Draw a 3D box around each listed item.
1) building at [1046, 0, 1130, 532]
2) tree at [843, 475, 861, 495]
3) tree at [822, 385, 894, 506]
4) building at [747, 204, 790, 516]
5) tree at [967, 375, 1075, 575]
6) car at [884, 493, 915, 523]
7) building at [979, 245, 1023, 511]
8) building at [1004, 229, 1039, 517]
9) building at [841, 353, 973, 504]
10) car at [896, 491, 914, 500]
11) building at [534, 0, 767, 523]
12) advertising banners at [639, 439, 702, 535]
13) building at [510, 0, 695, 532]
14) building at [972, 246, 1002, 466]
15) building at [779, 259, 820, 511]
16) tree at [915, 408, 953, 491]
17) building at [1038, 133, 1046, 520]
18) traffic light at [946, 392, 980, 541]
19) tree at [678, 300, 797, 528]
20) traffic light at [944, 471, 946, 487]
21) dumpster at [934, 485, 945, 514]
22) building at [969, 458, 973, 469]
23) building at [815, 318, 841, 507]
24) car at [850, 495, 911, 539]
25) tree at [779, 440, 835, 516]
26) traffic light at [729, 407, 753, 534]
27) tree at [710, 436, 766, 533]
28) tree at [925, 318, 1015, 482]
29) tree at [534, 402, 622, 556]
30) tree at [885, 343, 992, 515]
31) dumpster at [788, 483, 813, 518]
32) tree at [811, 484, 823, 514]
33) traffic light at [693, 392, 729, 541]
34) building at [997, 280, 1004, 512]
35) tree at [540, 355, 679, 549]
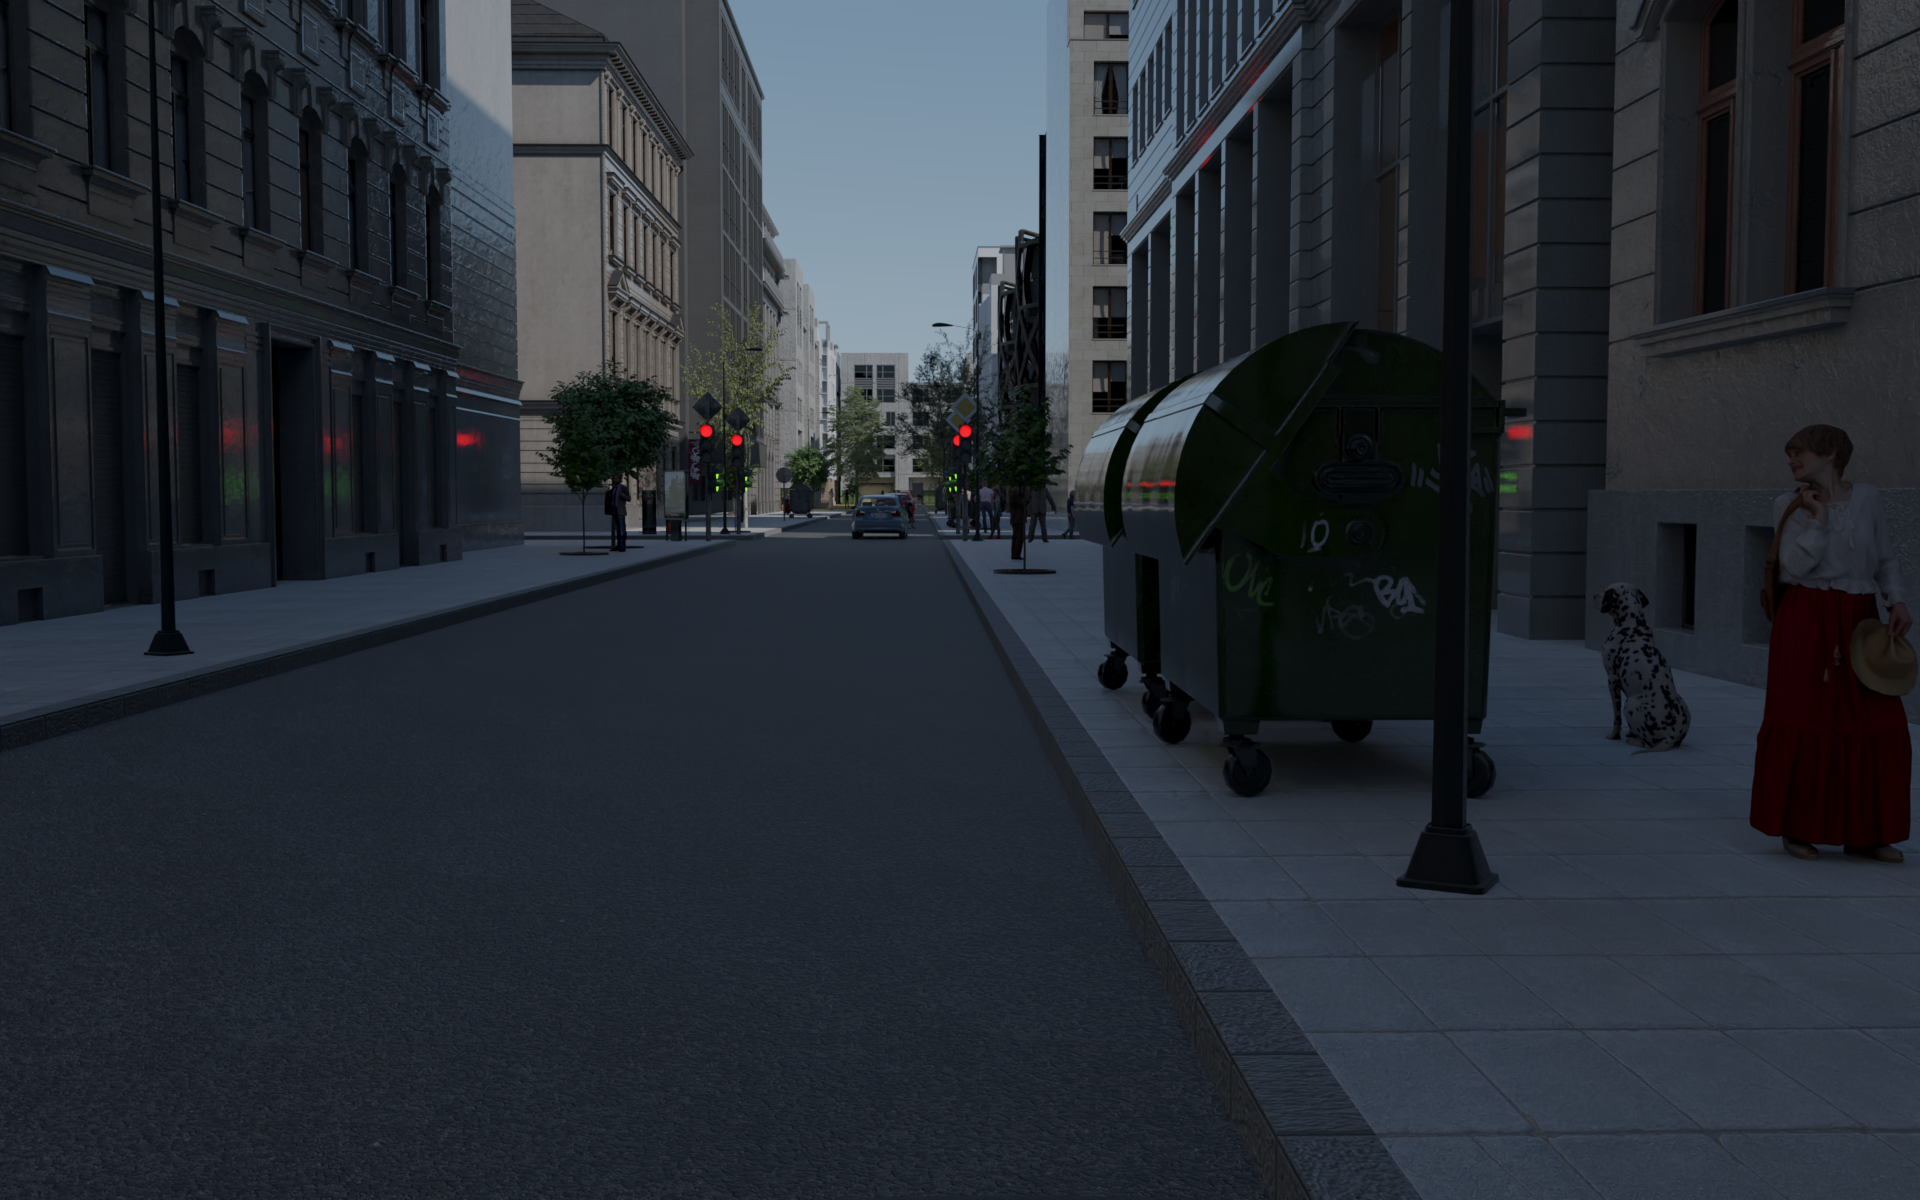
[{"bbox_3d":[11.943,-12.771,63.554,16.860,20.320,10.420,0,4,-1],"label":"building"},{"bbox_3d":[-10.741,-10.807,171.297,1.663,3.219,1.824,0,3,0],"label":"tree"},{"bbox_3d":[-10.801,-16.085,181.124,7.486,12.596,7.792,0,3,0],"label":"tree"},{"bbox_3d":[-18.567,-16.584,112.955,13.314,21.916,24.055,0,4,-1],"label":"building"},{"bbox_3d":[1.159,-2.048,28.087,1.663,3.219,1.824,0,3,0],"label":"tree"},{"bbox_3d":[-3.184,-4.776,87.123,2.155,1.783,4.494,0,4,0],"label":"car"},{"bbox_3d":[9.554,-17.195,137.563,16.016,20.091,11.380,0,4,-1],"label":"building"},{"bbox_3d":[11.479,-14.158,98.927,16.820,18.784,16.811,0,4,-1],"label":"building"},{"bbox_3d":[0.637,-21.963,225.548,31.486,18.905,16.747,0,4,-1],"label":"building"},{"bbox_3d":[-6.209,-11.099,190.137,2.281,1.827,5.304,0,4,0],"label":"car"},{"bbox_3d":[-18.066,-18.060,88.790,14.314,27.812,24.014,0,4,-1],"label":"building"},{"bbox_3d":[-9.130,-3.591,54.907,2.074,3.025,0.090,0,4,-6],"label":"advertising banners"},{"bbox_3d":[-16.794,-12.399,67.345,10.561,19.102,19.286,0,4,-1],"label":"building"},{"bbox_3d":[15.007,-19.306,159.630,27.936,21.610,32.646,0,4,-1],"label":"building"},{"bbox_3d":[-21.092,-17.090,145.871,16.747,18.905,31.486,0,4,-1],"label":"building"},{"bbox_3d":[-1.325,-12.162,149.204,4.737,8.622,4.395,0,3,0],"label":"tree"},{"bbox_3d":[10.160,-15.083,76.279,12.332,23.373,15.834,0,4,-1],"label":"building"},{"bbox_3d":[0.122,-3.549,47.275,0.839,4.213,0.868,0,4,-1],"label":"traffic light"},{"bbox_3d":[-8.320,-7.013,65.027,4.737,8.622,4.395,0,3,0],"label":"tree"},{"bbox_3d":[-0.076,-4.037,55.257,0.839,4.213,0.868,0,4,-1],"label":"traffic light"},{"bbox_3d":[-1.072,-6.586,113.433,1.264,1.857,1.865,0,4,-1],"label":"dumpster"},{"bbox_3d":[5.071,-15.175,190.256,9.099,9.664,28.070,0,4,-1],"label":"building"},{"bbox_3d":[-19.847,-20.731,195.374,11.380,20.091,16.016,0,4,-1],"label":"building"},{"bbox_3d":[-2.592,-2.718,56.445,2.014,1.417,4.499,0,4,-1],"label":"car"},{"bbox_3d":[-9.168,-7.358,104.013,4.285,4.588,4.351,0,3,0],"label":"tree"},{"bbox_3d":[-7.035,-4.026,55.069,0.839,4.213,0.868,0,4,-1],"label":"traffic light"},{"bbox_3d":[-7.637,-3.882,58.071,1.663,3.219,1.824,0,3,0],"label":"tree"},{"bbox_3d":[0.325,-7.533,73.520,4.360,8.622,3.978,0,3,0],"label":"tree"},{"bbox_3d":[-7.845,-2.557,36.404,1.663,3.219,1.824,0,3,0],"label":"tree"},{"bbox_3d":[-1.151,-10.594,107.621,7.601,10.594,8.767,0,4,-1],"label":"tree"},{"bbox_3d":[-8.454,-5.267,91.868,1.264,1.857,1.865,0,4,-1],"label":"dumpster"},{"bbox_3d":[-9.452,-7.040,109.710,1.663,3.219,1.824,0,3,0],"label":"tree"},{"bbox_3d":[-6.837,-3.538,47.086,0.839,4.213,0.868,0,4,-1],"label":"traffic light"},{"bbox_3d":[11.007,-15.565,121.936,16.820,18.784,16.811,0,4,-1],"label":"building"},{"bbox_3d":[-8.305,-3.506,41.033,4.285,4.588,4.351,0,3,0],"label":"tree"}]
